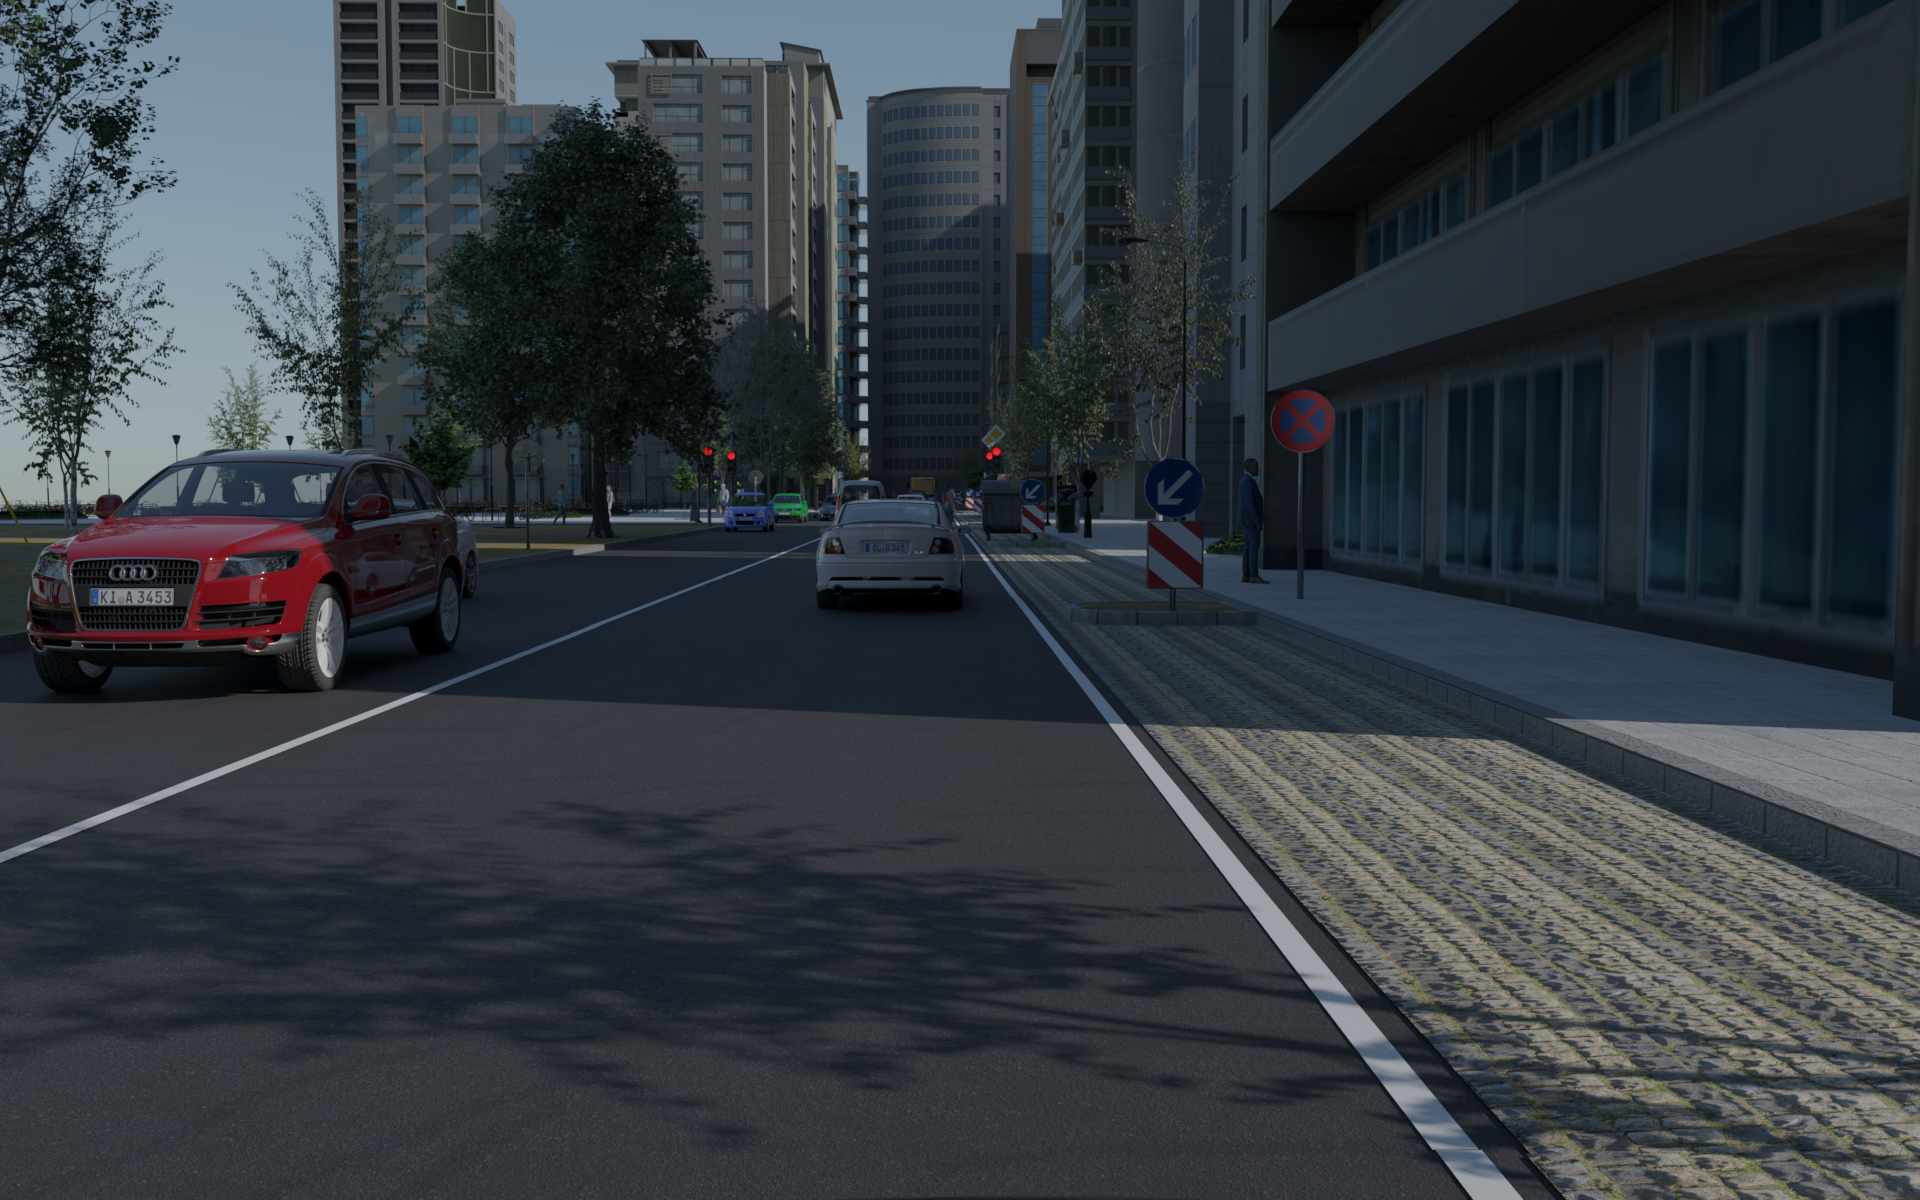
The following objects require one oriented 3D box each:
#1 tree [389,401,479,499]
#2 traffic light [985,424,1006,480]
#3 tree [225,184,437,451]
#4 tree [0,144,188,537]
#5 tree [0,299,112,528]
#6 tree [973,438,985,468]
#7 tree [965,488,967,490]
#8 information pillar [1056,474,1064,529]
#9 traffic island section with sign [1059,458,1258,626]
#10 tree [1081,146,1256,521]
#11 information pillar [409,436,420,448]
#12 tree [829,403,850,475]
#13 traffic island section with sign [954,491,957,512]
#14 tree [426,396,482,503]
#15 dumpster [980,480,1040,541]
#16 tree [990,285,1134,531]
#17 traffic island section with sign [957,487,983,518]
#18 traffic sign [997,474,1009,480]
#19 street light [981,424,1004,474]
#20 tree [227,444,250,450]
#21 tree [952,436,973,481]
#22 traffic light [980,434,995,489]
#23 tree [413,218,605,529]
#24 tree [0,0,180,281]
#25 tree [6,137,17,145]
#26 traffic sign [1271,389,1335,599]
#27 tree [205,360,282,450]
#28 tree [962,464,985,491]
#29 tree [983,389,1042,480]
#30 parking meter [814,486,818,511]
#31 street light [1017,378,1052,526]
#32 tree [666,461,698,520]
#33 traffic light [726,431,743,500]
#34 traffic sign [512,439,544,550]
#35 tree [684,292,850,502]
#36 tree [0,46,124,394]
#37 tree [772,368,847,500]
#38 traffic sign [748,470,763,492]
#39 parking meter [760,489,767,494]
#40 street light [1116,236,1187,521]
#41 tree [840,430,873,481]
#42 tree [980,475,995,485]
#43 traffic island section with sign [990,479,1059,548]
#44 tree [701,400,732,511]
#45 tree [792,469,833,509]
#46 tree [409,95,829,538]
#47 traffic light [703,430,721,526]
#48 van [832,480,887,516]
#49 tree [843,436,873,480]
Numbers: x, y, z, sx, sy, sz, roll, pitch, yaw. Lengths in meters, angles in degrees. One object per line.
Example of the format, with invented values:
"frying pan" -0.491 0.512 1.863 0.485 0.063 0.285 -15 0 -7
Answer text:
"tree" -10.786 -2.542 36.169 1.663 3.219 1.824 0 3 0
"traffic light" 1.433 -4.929 69.507 0.839 4.253 0.868 0 4 -1
"tree" -14.478 -5.509 40.441 4.360 8.622 3.978 0 3 0
"tree" -20.037 -5.437 39.258 4.360 8.622 3.978 0 3 0
"tree" -33.669 -6.997 64.766 4.737 8.622 4.395 0 3 0
"tree" 3.495 -8.742 93.291 4.737 8.622 4.395 0 3 0
"tree" 1.629 -14.108 225.273 1.663 3.219 1.824 0 3 0
"information pillar" 3.706 -3.637 63.964 0.304 2.012 0.304 1 4 15
"traffic island section with sign" 2.221 -0.675 19.665 1.989 1.847 2.006 0 4 -1
"tree" 4.374 -5.337 37.627 4.360 8.622 3.978 0 3 0
"information pillar" -21.842 -4.781 69.519 0.504 3.616 0.183 -1 4 -12
"tree" -12.183 -12.366 119.193 9.611 12.733 9.660 0 3 0
"traffic island section with sign" 0.598 -7.393 129.502 1.989 1.847 2.006 0 4 -1
"tree" -35.642 -10.549 122.831 4.737 8.622 4.395 0 3 0
"dumpster" 1.560 -2.733 52.901 1.865 1.857 1.264 0 4 0
"tree" 3.879 -6.728 60.371 4.737 8.622 4.395 0 3 0
"traffic island section with sign" 0.993 -5.723 102.202 1.989 1.847 2.006 0 4 -1
"traffic sign" 2.667 -6.596 107.949 0.768 2.556 0.104 0 4 2
"street light" 2.289 -8.661 114.152 1.470 5.913 1.316 0 4 -1
"tree" -43.277 -7.355 103.961 4.285 4.588 4.351 0 3 0
"tree" 1.083 -16.410 218.665 4.737 8.622 4.395 0 3 0
"traffic light" 1.315 -5.417 77.491 0.839 4.253 0.868 0 4 -1
"tree" -16.755 -8.485 64.481 9.928 11.665 9.643 0 3 0
"tree" -30.079 -12.037 52.702 12.611 20.169 13.585 0 3 0
"tree" -13.873 -4.366 21.753 4.360 8.622 3.978 0 3 0
"traffic sign" 4.162 -1.284 21.102 0.768 2.556 0.104 0 4 8
"tree" -39.530 -8.885 95.627 4.737 8.622 4.395 0 3 0
"tree" 1.855 -12.463 187.485 4.285 4.588 4.351 0 3 0
"tree" 3.503 -10.456 121.316 4.360 8.622 3.978 0 3 0
"parking meter" -10.875 -7.659 130.932 0.255 1.863 0.399 0 4 2
"street light" 2.984 -5.931 69.517 1.470 5.913 1.316 0 4 -1
"tree" -14.050 -5.678 87.436 1.663 3.219 1.824 0 3 0
"traffic light" -10.145 -5.406 77.306 0.839 4.253 0.868 0 4 -1
"traffic sign" -9.977 -2.437 39.945 0.768 2.556 0.104 1 4 8
"tree" -11.805 -11.967 106.032 12.009 13.543 11.850 0 3 0
"tree" -18.631 -5.887 30.663 7.601 10.594 8.767 -1 4 -19
"tree" -12.905 -13.429 137.690 7.486 12.596 7.792 0 3 0
"traffic sign" -10.744 -5.562 91.038 0.768 2.556 0.104 0 4 3
"parking meter" -10.557 -5.178 93.070 0.372 1.533 0.369 0 3 0
"street light" 3.521 -3.600 31.398 1.470 5.913 1.316 0 4 -1
"tree" -12.190 -15.179 198.531 4.737 8.622 4.395 0 3 0
"tree" 2.716 -9.178 144.661 1.663 3.219 1.824 0 3 0
"traffic island section with sign" 1.820 -2.342 46.911 1.989 1.847 2.006 0 4 -1
"tree" -17.890 -10.921 128.915 4.737 8.622 4.395 0 3 0
"tree" -12.444 -10.016 147.477 4.285 4.588 4.351 0 3 0
"tree" -10.589 -8.154 50.327 9.611 12.733 9.660 0 3 0
"traffic light" -10.027 -4.918 69.322 0.839 4.253 0.868 0 4 -1
"van" -3.036 -2.884 54.167 2.013 2.044 4.112 0 4 -2
"tree" -12.585 -16.074 213.169 4.360 8.622 3.978 0 3 0
